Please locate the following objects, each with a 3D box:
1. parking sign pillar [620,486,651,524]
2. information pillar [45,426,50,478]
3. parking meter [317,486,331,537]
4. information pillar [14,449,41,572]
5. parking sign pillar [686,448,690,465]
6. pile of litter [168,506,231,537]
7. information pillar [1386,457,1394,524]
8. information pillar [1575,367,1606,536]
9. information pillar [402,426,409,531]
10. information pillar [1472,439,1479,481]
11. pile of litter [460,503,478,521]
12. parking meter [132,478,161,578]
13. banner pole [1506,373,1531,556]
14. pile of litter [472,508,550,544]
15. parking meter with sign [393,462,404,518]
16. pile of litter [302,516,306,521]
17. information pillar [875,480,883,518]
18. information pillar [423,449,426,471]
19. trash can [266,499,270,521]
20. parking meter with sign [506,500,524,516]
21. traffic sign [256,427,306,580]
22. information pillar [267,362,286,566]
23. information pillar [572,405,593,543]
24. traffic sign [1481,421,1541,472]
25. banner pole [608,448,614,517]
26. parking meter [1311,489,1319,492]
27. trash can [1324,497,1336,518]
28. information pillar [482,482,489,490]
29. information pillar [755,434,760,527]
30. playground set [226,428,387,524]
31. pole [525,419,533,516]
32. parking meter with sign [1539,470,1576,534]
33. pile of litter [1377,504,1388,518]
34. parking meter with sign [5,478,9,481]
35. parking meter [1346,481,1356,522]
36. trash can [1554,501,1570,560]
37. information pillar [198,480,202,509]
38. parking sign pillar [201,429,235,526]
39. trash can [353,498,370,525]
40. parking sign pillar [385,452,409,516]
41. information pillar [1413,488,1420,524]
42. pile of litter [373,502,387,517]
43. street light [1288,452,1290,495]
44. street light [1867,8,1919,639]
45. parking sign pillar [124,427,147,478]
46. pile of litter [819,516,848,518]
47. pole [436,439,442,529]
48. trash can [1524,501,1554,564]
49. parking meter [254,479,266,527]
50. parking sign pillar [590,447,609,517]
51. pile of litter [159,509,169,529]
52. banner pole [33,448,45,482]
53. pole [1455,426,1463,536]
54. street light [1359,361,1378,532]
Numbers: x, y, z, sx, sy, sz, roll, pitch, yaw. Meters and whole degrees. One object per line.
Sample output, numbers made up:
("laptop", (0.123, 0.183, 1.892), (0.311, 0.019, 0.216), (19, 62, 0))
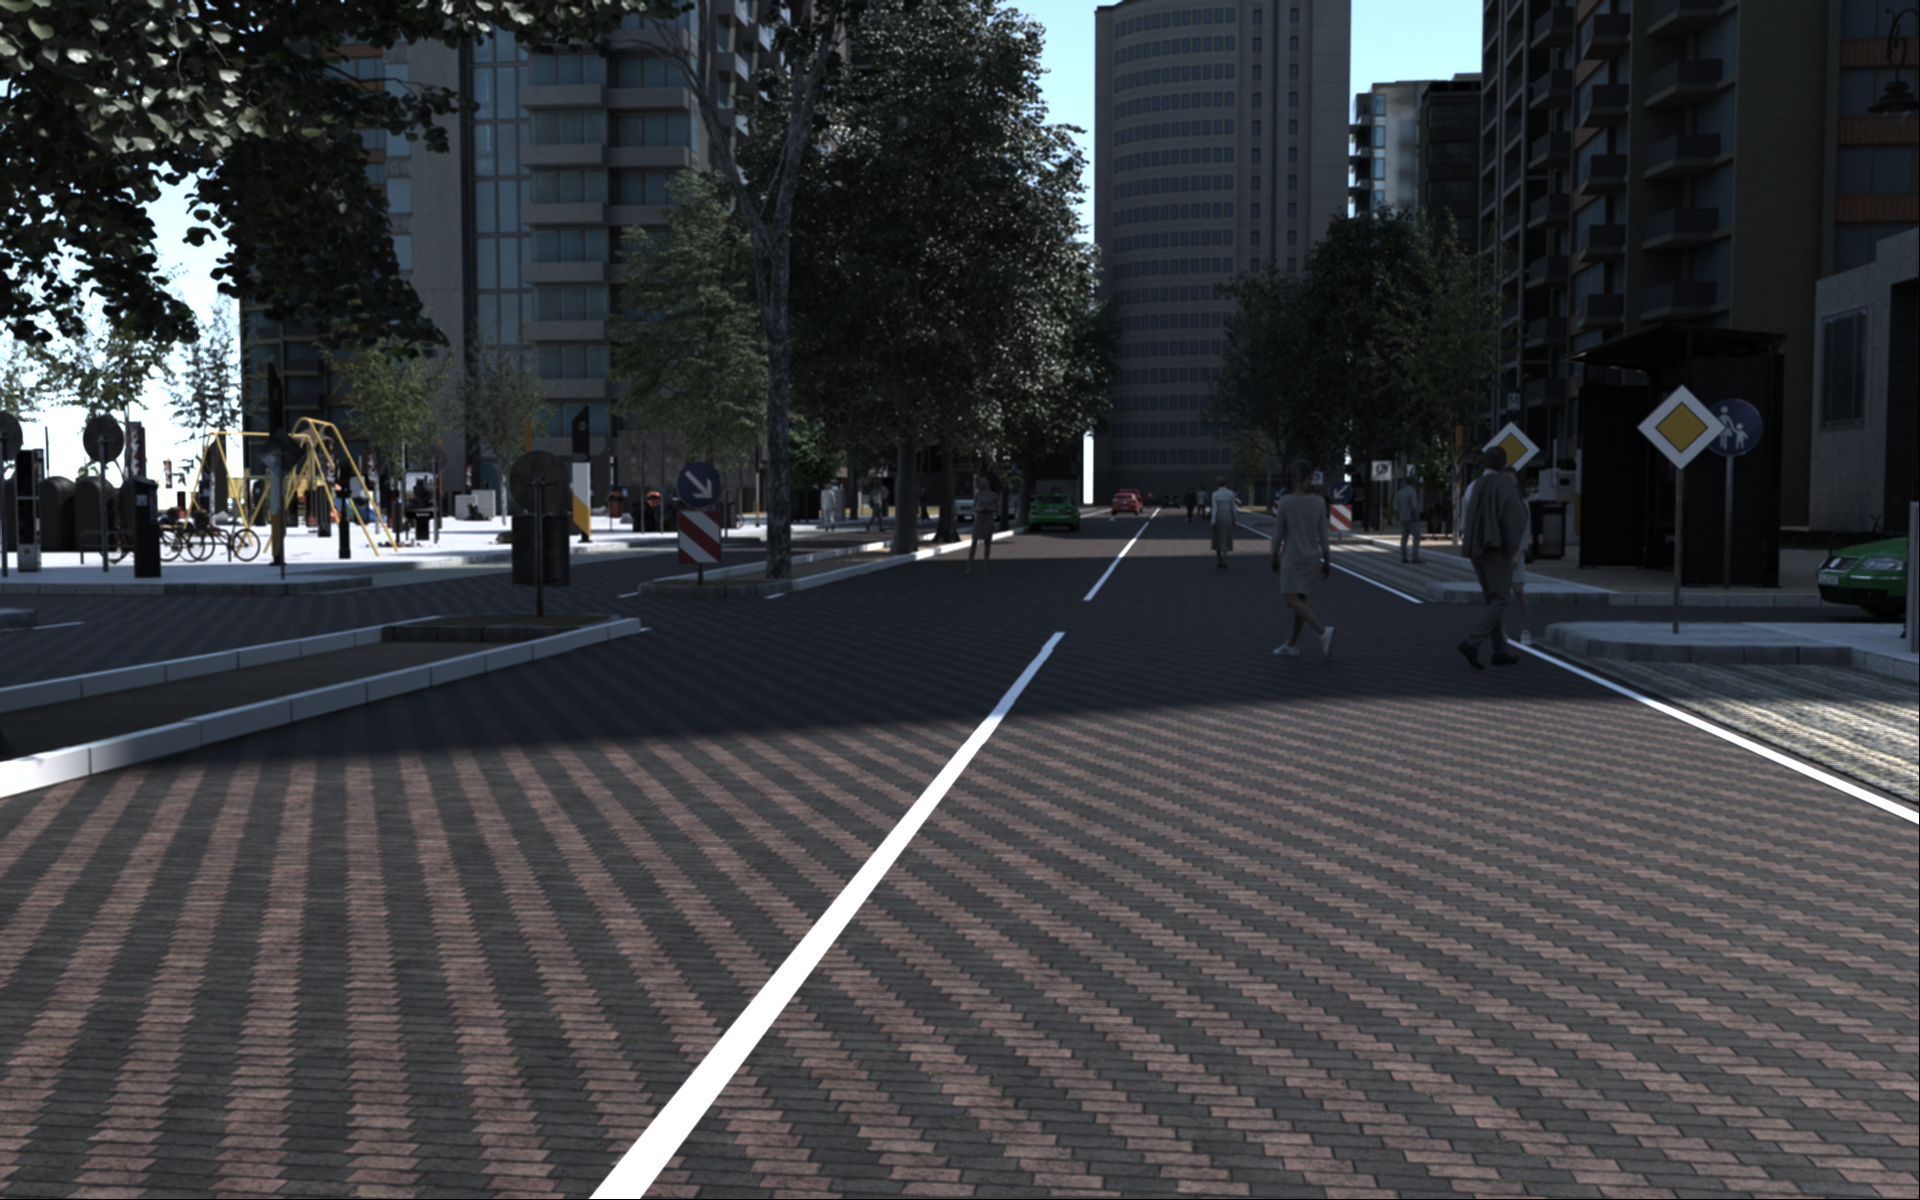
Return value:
("parking sign pillar", (-14.035, -5.295, 75.045), (1.447, 3.967, 1.447), (3, 4, 38))
("information pillar", (-31.155, -4.147, 59.160), (0.183, 3.616, 0.504), (-2, 4, -30))
("parking meter", (-18.941, -2.640, 51.576), (0.372, 1.533, 0.369), (0, 3, 0))
("information pillar", (-15.362, -1.471, 28.537), (0.304, 2.012, 0.304), (-1, 4, -17))
("parking sign pillar", (-15.954, -6.891, 101.144), (1.447, 3.967, 1.447), (-1, 4, -10))
("pile of litter", (-22.931, -2.357, 52.506), (1.719, 0.858, 1.176), (-1, 4, -21))
("information pillar", (18.241, -5.015, 73.346), (0.183, 3.616, 0.504), (2, 4, 28))
("information pillar", (11.574, -2.471, 31.759), (0.504, 3.616, 0.183), (1, 4, 11))
("information pillar", (-19.093, -4.174, 59.600), (0.183, 3.616, 0.504), (-2, 4, -24))
("information pillar", (21.817, -5.016, 73.361), (0.183, 3.616, 0.504), (-1, 4, -10))
("pile of litter", (-23.204, -4.225, 83.051), (1.719, 0.858, 1.176), (3, 4, 39))
("parking meter", (-12.543, -1.119, 26.701), (0.372, 1.533, 0.369), (0, 3, 0))
("banner pole", (11.562, -2.807, 35.912), (0.863, 3.779, 0.401), (-2, 4, -34))
("pile of litter", (-11.553, -1.904, 45.095), (1.176, 0.858, 1.719), (3, 5, 43))
("parking meter with sign", (-30.253, -5.981, 94.054), (0.543, 3.016, 1.738), (-2, 4, -31))
("pile of litter", (-30.625, -4.157, 81.929), (1.176, 0.858, 1.719), (1, 4, 11))
("information pillar", (-4.382, -5.458, 93.738), (0.304, 2.012, 0.304), (1, 4, 20))
("information pillar", (-28.198, -6.108, 91.221), (0.183, 3.616, 0.504), (-1, 4, -9))
("trash can", (-31.413, -4.133, 79.228), (0.748, 1.137, 0.748), (0, 3, 0))
("parking meter with sign", (-26.194, -6.540, 103.185), (0.543, 3.016, 1.738), (3, 4, 38))
("traffic sign", (-10.170, -1.365, 25.957), (0.795, 2.450, 0.064), (0, 4, 7))
("information pillar", (-12.264, -2.431, 31.097), (0.183, 3.616, 0.504), (0, 4, 0))
("information pillar", (-9.968, -3.319, 45.627), (0.504, 3.616, 0.183), (1, 4, 19))
("traffic sign", (7.542, -1.232, 23.794), (0.795, 2.450, 0.064), (0, 4, 7))
("banner pole", (-19.215, -6.441, 95.331), (0.401, 3.779, 0.863), (1, 4, 13))
("parking meter", (17.529, -4.715, 85.502), (0.372, 1.533, 0.369), (0, 3, 0))
("trash can", (19.935, -4.985, 93.152), (0.748, 1.137, 0.748), (0, 3, 0))
("information pillar", (-28.020, -5.985, 102.345), (0.304, 2.012, 0.304), (3, 5, 39))
("information pillar", (-7.926, -4.671, 67.727), (0.183, 3.616, 0.504), (0, 4, -5))
("playground set", (-28.460, -5.404, 75.141), (5.637, 4.214, 5.302), (1, 4, 18))
("pole", (-11.722, -3.260, 47.136), (0.158, 3.312, 0.155), (0, 3, 0))
("parking meter with sign", (19.622, -3.658, 56.070), (1.738, 3.016, 0.543), (1, 4, 15))
("pile of litter", (22.399, -4.800, 92.449), (1.176, 0.858, 1.719), (2, 4, 29))
("parking meter with sign", (-46.490, -5.379, 84.211), (1.738, 3.016, 0.543), (0, 4, -7))
("parking meter", (17.939, -4.515, 79.531), (0.255, 1.863, 0.399), (-3, 5, -40))
("trash can", (11.548, -1.363, 33.945), (0.748, 1.137, 0.748), (0, 3, 0))
("information pillar", (-39.538, -5.257, 90.440), (0.304, 2.012, 0.304), (0, 4, 6))
("parking sign pillar", (-30.629, -5.057, 71.149), (1.447, 3.967, 1.447), (0, 4, 6))
("trash can", (-24.679, -3.656, 71.437), (0.748, 1.137, 0.748), (0, 3, 0))
("parking sign pillar", (-33.205, -6.960, 102.273), (1.447, 3.967, 1.447), (-1, 4, -19))
("information pillar", (19.140, -4.180, 72.829), (0.304, 2.012, 0.304), (-1, 4, -9))
("pile of litter", (-33.050, -5.127, 97.784), (1.719, 0.858, 1.176), (-1, 4, -18))
("street light", (18.582, -7.644, 97.765), (0.468, 5.910, 1.993), (0, 4, 7))
("street light", (8.469, -2.596, 15.235), (0.468, 5.910, 1.993), (0, 4, 7))
("parking sign pillar", (-32.750, -4.913, 68.800), (1.447, 3.967, 1.447), (0, 4, -6))
("pile of litter", (-6.899, -4.843, 93.146), (1.719, 0.858, 1.176), (2, 4, 24))
("pole", (-19.216, -4.282, 63.856), (0.158, 3.312, 0.155), (0, 3, 0))
("trash can", (10.412, -1.255, 32.174), (0.748, 1.137, 0.748), (0, 3, 0))
("parking meter", (-27.722, -3.845, 68.574), (0.399, 1.863, 0.255), (1, 4, 17))
("parking sign pillar", (-20.791, -6.798, 99.616), (1.447, 3.967, 1.447), (2, 4, 30))
("pile of litter", (-28.625, -2.996, 62.954), (1.719, 0.858, 1.176), (0, 4, 8))
("banner pole", (-44.056, -5.703, 83.254), (0.863, 3.779, 0.401), (-1, 4, -22))
("pole", (14.867, -3.537, 51.673), (0.158, 3.312, 0.155), (0, 3, 0))
("street light", (13.890, -5.274, 59.016), (0.468, 5.910, 1.993), (0, 4, 7))
